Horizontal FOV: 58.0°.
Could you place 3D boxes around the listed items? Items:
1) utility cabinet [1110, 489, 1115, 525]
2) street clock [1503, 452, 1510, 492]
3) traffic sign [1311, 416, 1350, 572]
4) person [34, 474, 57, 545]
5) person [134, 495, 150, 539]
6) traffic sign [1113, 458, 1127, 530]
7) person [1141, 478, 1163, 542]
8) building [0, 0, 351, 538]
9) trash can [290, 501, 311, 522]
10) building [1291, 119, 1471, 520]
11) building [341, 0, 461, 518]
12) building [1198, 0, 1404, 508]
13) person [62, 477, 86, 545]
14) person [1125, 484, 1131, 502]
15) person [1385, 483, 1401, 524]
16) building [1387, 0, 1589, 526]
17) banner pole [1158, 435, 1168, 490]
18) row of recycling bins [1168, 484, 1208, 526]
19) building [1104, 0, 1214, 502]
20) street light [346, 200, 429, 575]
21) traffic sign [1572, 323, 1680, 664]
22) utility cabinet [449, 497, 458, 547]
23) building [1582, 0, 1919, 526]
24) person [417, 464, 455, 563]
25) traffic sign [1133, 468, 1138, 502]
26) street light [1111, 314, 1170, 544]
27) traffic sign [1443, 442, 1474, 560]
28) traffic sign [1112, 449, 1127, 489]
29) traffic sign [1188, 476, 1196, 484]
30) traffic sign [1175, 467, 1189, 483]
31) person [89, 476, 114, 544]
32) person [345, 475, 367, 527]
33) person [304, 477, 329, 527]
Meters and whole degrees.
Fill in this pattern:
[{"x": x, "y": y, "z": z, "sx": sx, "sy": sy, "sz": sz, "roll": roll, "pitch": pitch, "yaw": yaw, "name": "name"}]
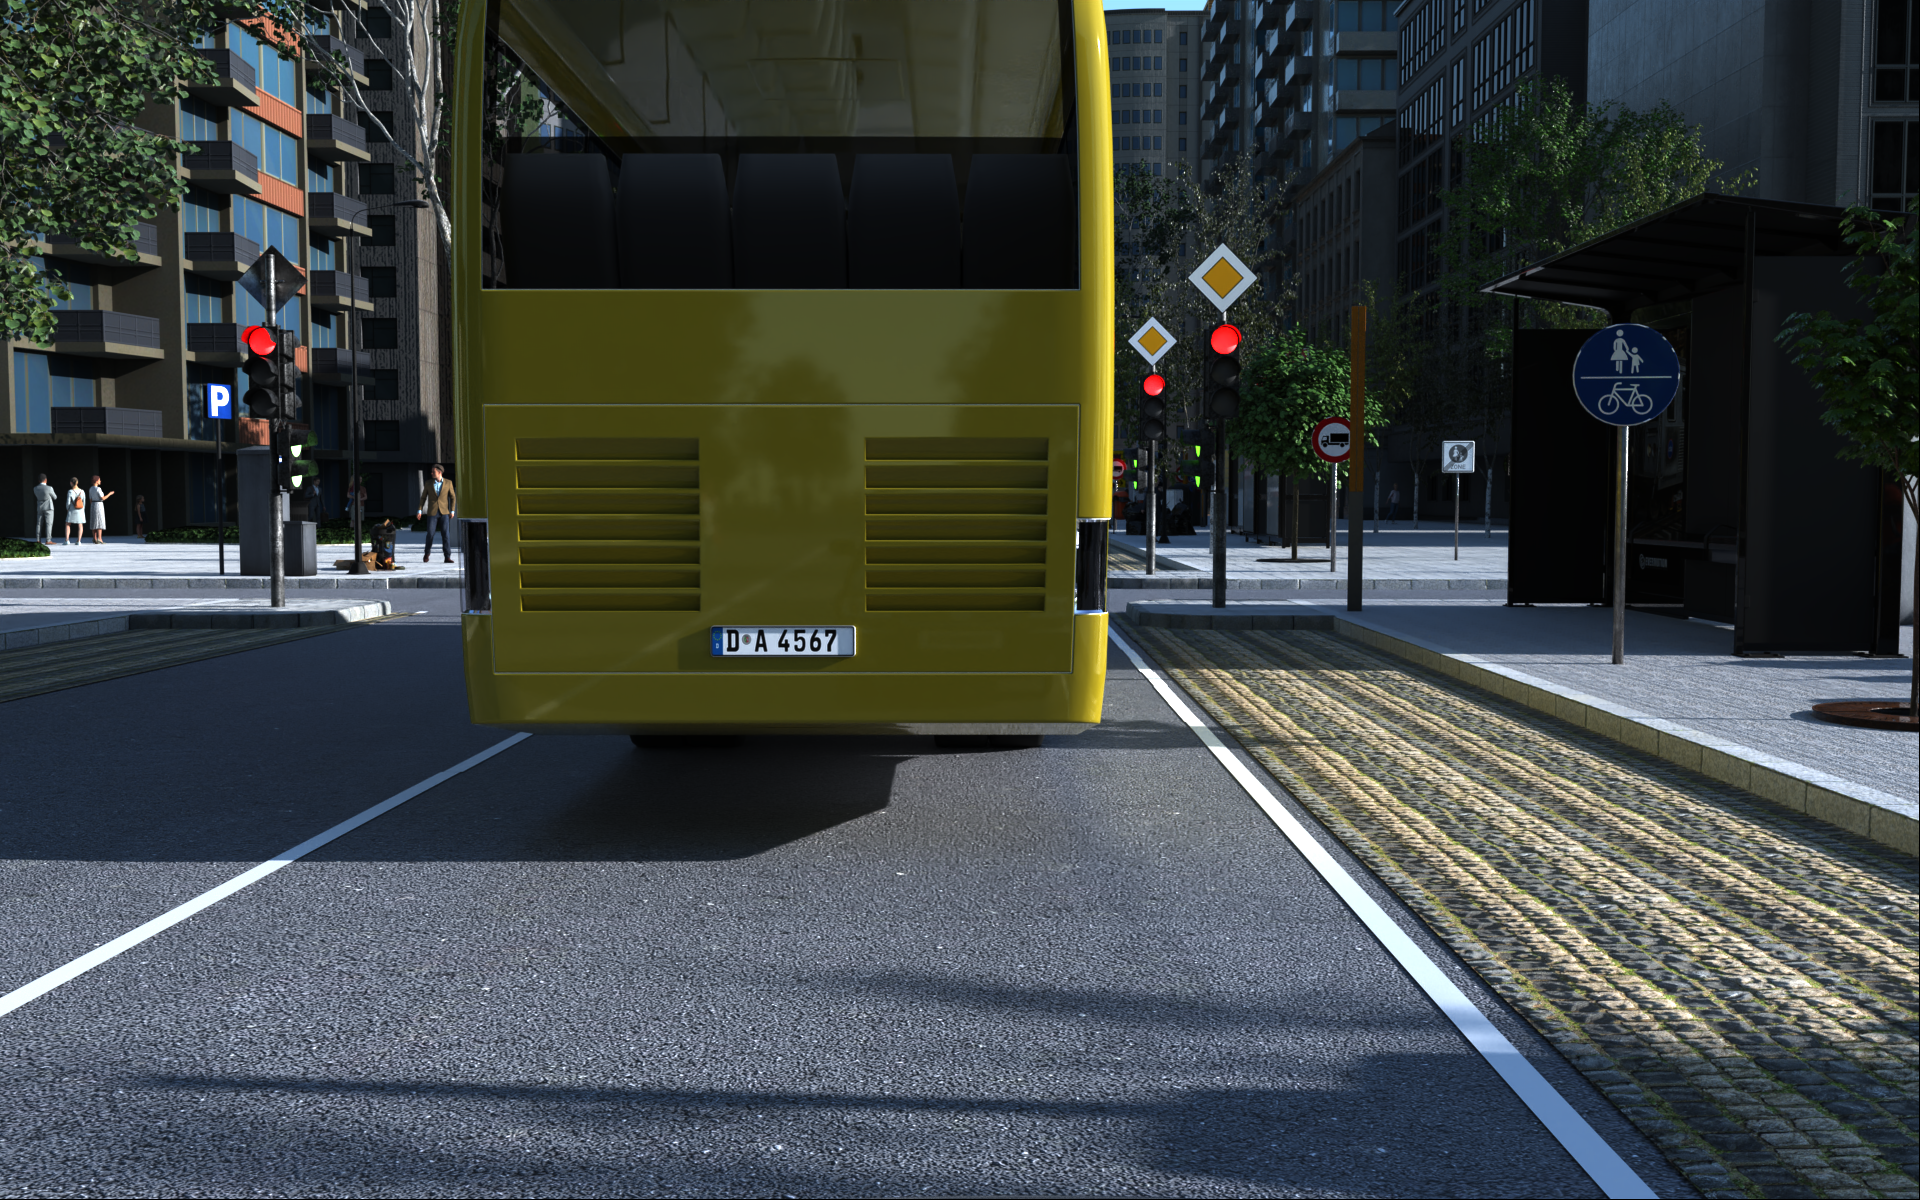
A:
[{"x": 6.234, "y": -3.852, "z": 71.665, "sx": 0.318, "sy": 1.500, "sz": 1.173, "roll": 0, "pitch": 4, "yaw": 0, "name": "utility cabinet"}, {"x": 9.130, "y": -1.453, "z": 28.328, "sx": 0.358, "sy": 2.002, "sz": 0.471, "roll": -3, "pitch": 4, "yaw": -36, "name": "street clock"}, {"x": 6.137, "y": -1.731, "z": 28.413, "sx": 0.768, "sy": 2.556, "sz": 0.104, "roll": 0, "pitch": 4, "yaw": 5, "name": "traffic sign"}, {"x": -23.251, "y": -2.314, "z": 44.059, "sx": 0.511, "sy": 1.800, "sz": 0.466, "roll": -1, "pitch": 4, "yaw": -9, "name": "person"}, {"x": -23.642, "y": -2.407, "z": 50.060, "sx": 0.373, "sy": 1.253, "sz": 0.362, "roll": 0, "pitch": 4, "yaw": 4, "name": "person"}, {"x": 5.535, "y": -3.753, "z": 61.466, "sx": 0.768, "sy": 2.556, "sz": 0.104, "roll": 0, "pitch": 4, "yaw": 5, "name": "traffic sign"}, {"x": 5.187, "y": -2.455, "z": 46.601, "sx": 0.534, "sy": 1.772, "sz": 0.576, "roll": 3, "pitch": 5, "yaw": 44, "name": "person"}, {"x": -34.998, "y": -24.945, "z": 62.468, "sx": 22.147, "sy": 44.769, "sz": 28.867, "roll": 0, "pitch": 4, "yaw": 1, "name": "building"}, {"x": -12.927, "y": -1.336, "z": 33.502, "sx": 0.748, "sy": 1.137, "sz": 0.748, "roll": 0, "pitch": 3, "yaw": 0, "name": "trash can"}, {"x": 24.199, "y": -14.917, "z": 93.043, "sx": 9.793, "sy": 20.994, "sz": 18.267, "roll": 0, "pitch": 4, "yaw": 1, "name": "building"}, {"x": -30.833, "y": -19.608, "z": 92.285, "sx": 14.160, "sy": 30.474, "sz": 14.107, "roll": 0, "pitch": 4, "yaw": 1, "name": "building"}, {"x": 32.651, "y": -32.351, "z": 148.543, "sx": 23.786, "sy": 49.044, "sz": 30.456, "roll": 0, "pitch": 4, "yaw": 1, "name": "building"}, {"x": -22.207, "y": -2.228, "z": 43.482, "sx": 0.522, "sy": 1.701, "sz": 0.512, "roll": 2, "pitch": 4, "yaw": 32, "name": "person"}, {"x": 9.025, "y": -5.418, "z": 94.400, "sx": 0.755, "sy": 1.850, "sz": 0.659, "roll": 2, "pitch": 4, "yaw": 30, "name": "person"}, {"x": 18.413, "y": -4.115, "z": 73.987, "sx": 0.731, "sy": 1.740, "sz": 0.598, "roll": -3, "pitch": 5, "yaw": -43, "name": "person"}, {"x": 27.538, "y": -17.009, "z": 71.609, "sx": 14.314, "sy": 27.812, "sz": 24.014, "roll": 0, "pitch": 4, "yaw": 1, "name": "building"}, {"x": 8.528, "y": -5.059, "z": 72.738, "sx": 0.401, "sy": 3.779, "sz": 0.863, "roll": 3, "pitch": 5, "yaw": 40, "name": "banner pole"}, {"x": 9.090, "y": -3.814, "z": 69.465, "sx": 1.069, "sy": 1.692, "sz": 3.534, "roll": 2, "pitch": 4, "yaw": 24, "name": "row of recycling bins"}, {"x": 21.776, "y": -40.848, "z": 209.863, "sx": 28.212, "sy": 58.520, "sz": 21.231, "roll": 0, "pitch": 4, "yaw": 1, "name": "building"}, {"x": -9.073, "y": -3.361, "z": 27.498, "sx": 1.470, "sy": 5.913, "sz": 1.316, "roll": 0, "pitch": 4, "yaw": 1, "name": "street light"}, {"x": 4.967, "y": -0.789, "z": 13.003, "sx": 0.768, "sy": 2.556, "sz": 0.104, "roll": 0, "pitch": 4, "yaw": 8, "name": "traffic sign"}, {"x": -11.776, "y": -1.870, "z": 41.737, "sx": 1.020, "sy": 1.237, "sz": 0.306, "roll": 1, "pitch": 4, "yaw": 14, "name": "utility cabinet"}, {"x": 34.628, "y": -13.978, "z": 47.610, "sx": 30.058, "sy": 24.678, "sz": 14.314, "roll": 0, "pitch": 4, "yaw": 1, "name": "building"}, {"x": -9.794, "y": -1.615, "z": 32.361, "sx": 0.836, "sy": 1.842, "sz": 0.656, "roll": 3, "pitch": 5, "yaw": 41, "name": "person"}, {"x": 8.337, "y": -4.971, "z": 81.382, "sx": 0.768, "sy": 2.556, "sz": 0.104, "roll": 1, "pitch": 4, "yaw": 10, "name": "traffic sign"}, {"x": 4.763, "y": -4.422, "z": 44.845, "sx": 1.470, "sy": 5.913, "sz": 1.316, "roll": 0, "pitch": 4, "yaw": 1, "name": "street light"}, {"x": 9.601, "y": -1.916, "z": 33.454, "sx": 0.606, "sy": 2.300, "sz": 0.079, "roll": 0, "pitch": 4, "yaw": 3, "name": "traffic sign"}, {"x": 6.487, "y": -5.218, "z": 79.189, "sx": 2.265, "sy": 3.308, "sz": 0.079, "roll": 1, "pitch": 4, "yaw": 10, "name": "traffic sign"}, {"x": 10.417, "y": -4.700, "z": 76.947, "sx": 0.768, "sy": 2.556, "sz": 0.104, "roll": 1, "pitch": 4, "yaw": 10, "name": "traffic sign"}, {"x": 10.042, "y": -4.751, "z": 77.788, "sx": 0.768, "sy": 2.556, "sz": 0.104, "roll": 0, "pitch": 4, "yaw": 6, "name": "traffic sign"}, {"x": -22.069, "y": -2.316, "z": 44.478, "sx": 0.480, "sy": 1.755, "sz": 0.524, "roll": 2, "pitch": 4, "yaw": 27, "name": "person"}, {"x": -17.162, "y": -2.643, "z": 49.225, "sx": 0.573, "sy": 1.828, "sz": 0.580, "roll": -1, "pitch": 4, "yaw": -11, "name": "person"}, {"x": -21.089, "y": -3.093, "z": 56.570, "sx": 0.822, "sy": 1.834, "sz": 0.622, "roll": 2, "pitch": 4, "yaw": 23, "name": "person"}]
